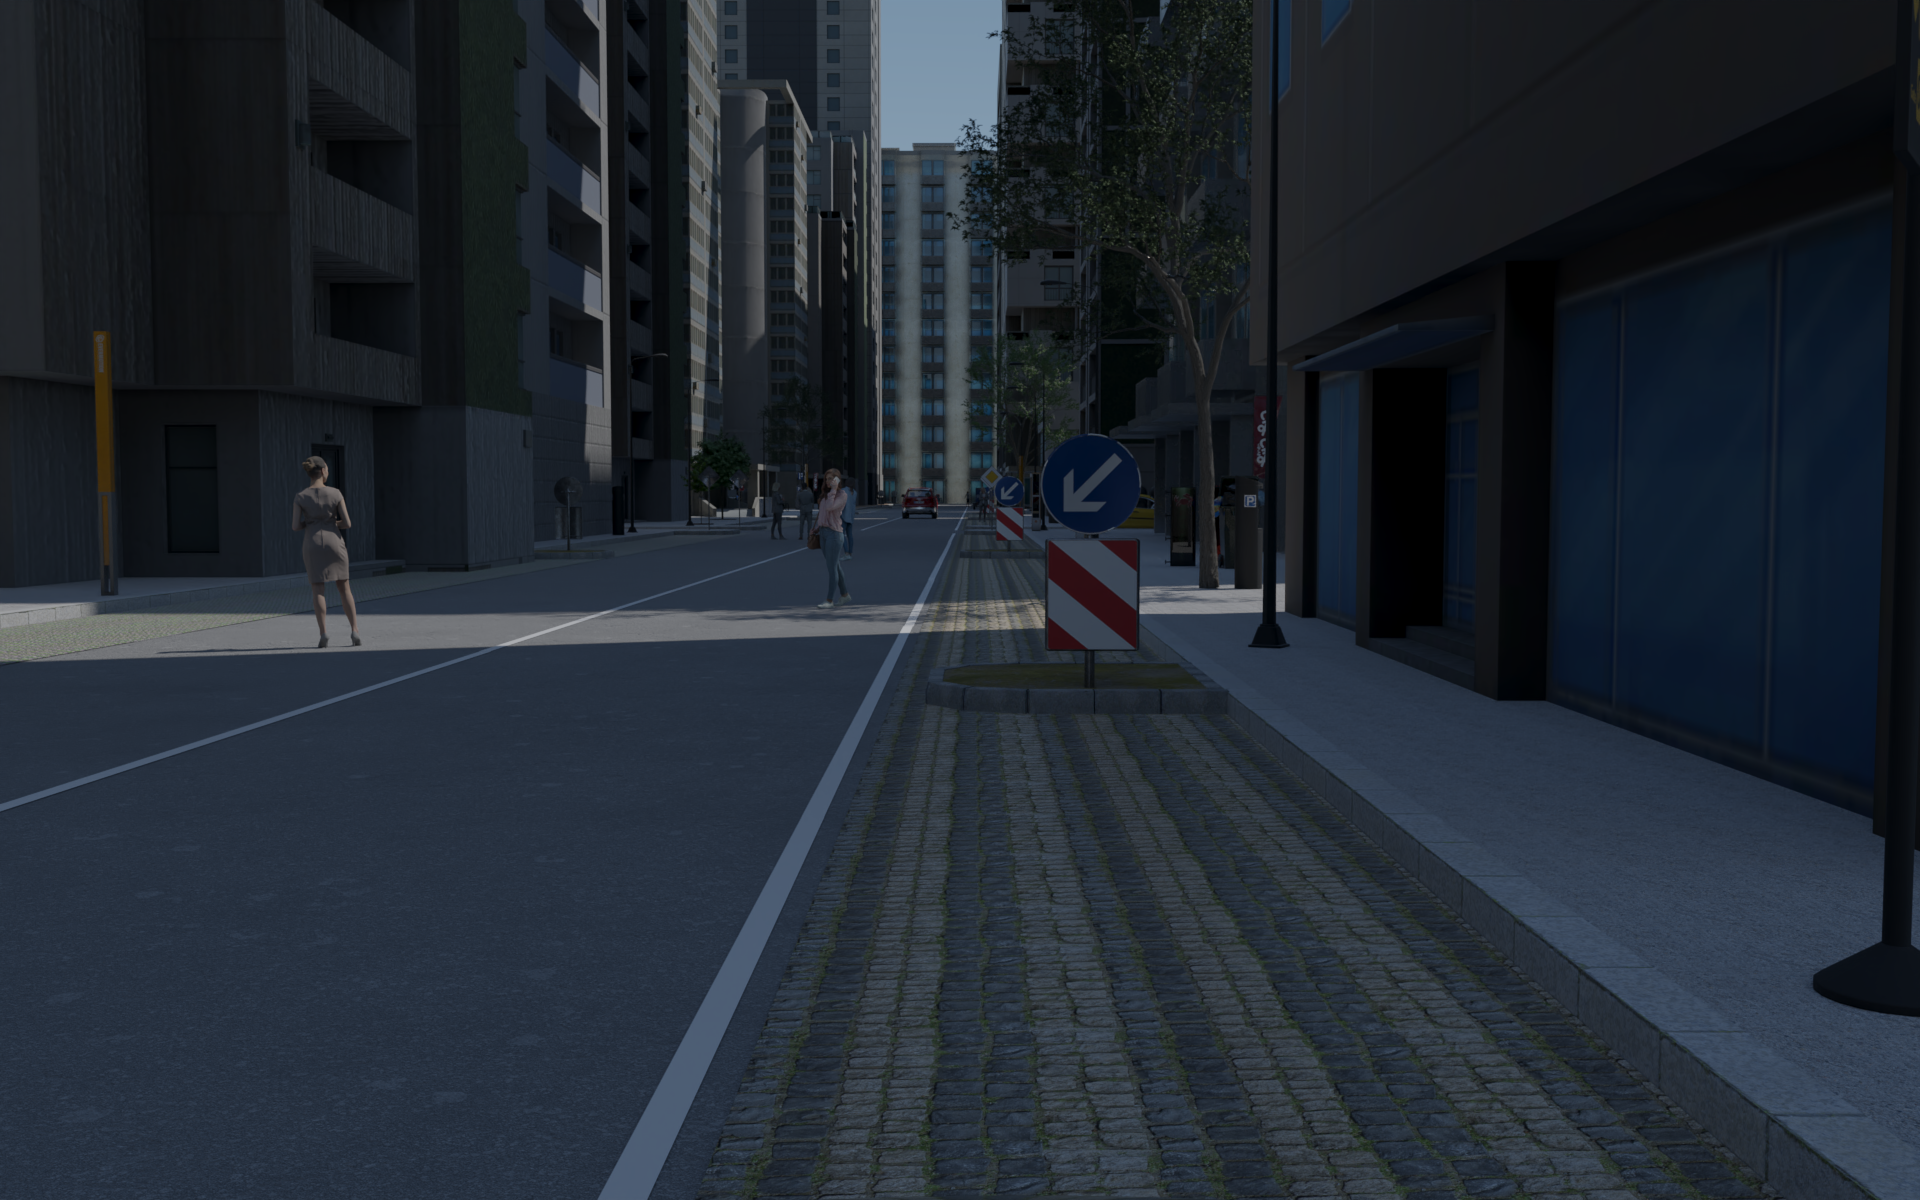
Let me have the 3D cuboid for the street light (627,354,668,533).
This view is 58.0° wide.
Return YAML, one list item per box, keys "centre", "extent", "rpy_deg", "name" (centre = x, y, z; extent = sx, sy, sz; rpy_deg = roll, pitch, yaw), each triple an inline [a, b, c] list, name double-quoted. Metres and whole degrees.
- centre: [-10.374, -5.196, 57.500]
  extent: [1.470, 5.913, 1.316]
  rpy_deg: [0, 4, 0]
  name: "street light"

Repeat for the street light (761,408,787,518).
- centre: [-10.032, -7.393, 93.411]
  extent: [1.470, 5.913, 1.316]
  rpy_deg: [0, 4, 0]
  name: "street light"

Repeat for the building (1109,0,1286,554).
- centre: [16.537, -26.015, 44.954]
  extent: [23.786, 49.044, 30.456]
  rpy_deg: [0, 4, 0]
  name: "building"

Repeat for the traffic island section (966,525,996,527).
- centre: [1.219, -2.886, 69.460]
  extent: [2.009, 0.180, 2.903]
  rpy_deg: [0, 4, 0]
  name: "traffic island section"

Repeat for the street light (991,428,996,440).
- centre: [3.082, -9.092, 121.192]
  extent: [1.470, 5.913, 1.316]
  rpy_deg: [0, 4, 0]
  name: "street light"

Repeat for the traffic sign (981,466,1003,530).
- centre: [1.131, -3.532, 61.398]
  extent: [0.795, 2.450, 0.064]
  rpy_deg: [0, 4, 0]
  name: "traffic sign"

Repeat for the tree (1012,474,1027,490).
- centre: [4.927, -9.347, 147.425]
  extent: [1.663, 3.219, 1.824]
  rpy_deg: [0, 3, 0]
  name: "tree"

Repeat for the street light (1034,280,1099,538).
- centre: [2.435, -3.983, 37.668]
  extent: [1.470, 5.913, 1.316]
  rpy_deg: [0, 4, 0]
  name: "street light"

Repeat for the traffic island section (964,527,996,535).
- centre: [1.155, -2.397, 61.475]
  extent: [2.009, 0.180, 2.903]
  rpy_deg: [0, 4, 0]
  name: "traffic island section"

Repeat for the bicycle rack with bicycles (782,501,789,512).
- centre: [-13.567, -6.905, 126.279]
  extent: [2.852, 0.926, 2.925]
  rpy_deg: [3, 5, 41]
  name: "bicycle rack with bicycles"

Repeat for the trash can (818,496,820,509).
- centre: [-11.062, -7.754, 138.434]
  extent: [0.748, 1.137, 0.748]
  rpy_deg: [0, 3, 0]
  name: "trash can"

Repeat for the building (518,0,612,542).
- centre: [-25.301, -31.067, 49.950]
  extent: [28.212, 58.520, 21.231]
  rpy_deg: [0, 4, 0]
  name: "building"

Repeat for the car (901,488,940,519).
- centre: [-2.343, -5.712, 102.069]
  extent: [2.281, 1.827, 5.304]
  rpy_deg: [0, 4, 0]
  name: "car"

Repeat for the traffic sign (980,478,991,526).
- centre: [1.195, -4.021, 69.383]
  extent: [0.795, 2.450, 0.064]
  rpy_deg: [0, 4, 0]
  name: "traffic sign"

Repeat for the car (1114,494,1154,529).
- centre: [6.903, -3.350, 65.004]
  extent: [3.980, 1.641, 2.015]
  rpy_deg: [0, 4, 2]
  name: "car"

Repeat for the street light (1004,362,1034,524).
- centre: [2.402, -5.408, 60.957]
  extent: [1.470, 5.913, 1.316]
  rpy_deg: [0, 4, 0]
  name: "street light"

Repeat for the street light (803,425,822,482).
- centre: [-9.997, -8.817, 116.700]
  extent: [1.470, 5.913, 1.316]
  rpy_deg: [0, 4, 0]
  name: "street light"

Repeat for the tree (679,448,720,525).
- centre: [-10.984, -4.772, 72.631]
  extent: [1.663, 3.219, 1.824]
  rpy_deg: [0, 3, 0]
  name: "tree"

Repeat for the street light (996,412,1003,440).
- centre: [2.935, -7.667, 97.904]
  extent: [1.470, 5.913, 1.316]
  rpy_deg: [0, 4, 0]
  name: "street light"

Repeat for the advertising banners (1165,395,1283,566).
- centre: [4.675, -2.109, 30.671]
  extent: [2.074, 3.025, 0.090]
  rpy_deg: [0, 4, -3]
  name: "advertising banners"

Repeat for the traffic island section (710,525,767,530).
- centre: [-8.872, -2.891, 69.546]
  extent: [2.009, 0.180, 2.903]
  rpy_deg: [0, 4, 0]
  name: "traffic island section"

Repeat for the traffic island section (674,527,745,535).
- centre: [-8.936, -2.402, 61.561]
  extent: [2.009, 0.180, 2.903]
  rpy_deg: [0, 4, 0]
  name: "traffic island section"

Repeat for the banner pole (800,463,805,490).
- centre: [-12.619, -9.152, 139.645]
  extent: [0.863, 3.779, 0.401]
  rpy_deg: [0, 4, 3]
  name: "banner pole"

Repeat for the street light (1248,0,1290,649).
- centre: [2.054, -2.559, 14.382]
  extent: [1.470, 5.913, 1.316]
  rpy_deg: [0, 4, 0]
  name: "street light"

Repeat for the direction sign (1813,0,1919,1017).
- centre: [2.389, -0.754, 4.320]
  extent: [0.379, 3.537, 0.876]
  rpy_deg: [2, 4, 35]
  name: "direction sign"

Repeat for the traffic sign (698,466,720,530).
- centre: [-8.912, -3.539, 61.499]
  extent: [0.795, 2.450, 0.064]
  rpy_deg: [0, 4, 0]
  name: "traffic sign"

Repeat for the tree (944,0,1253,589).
- centre: [3.522, -5.456, 23.616]
  extent: [8.767, 10.594, 7.601]
  rpy_deg: [1, 4, 18]
  name: "tree"

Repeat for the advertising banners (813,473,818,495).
- centre: [-12.457, -8.951, 142.540]
  extent: [2.074, 3.025, 0.090]
  rpy_deg: [2, 4, 34]
  name: "advertising banners"

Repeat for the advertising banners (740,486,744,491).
- centre: [-16.161, -8.383, 133.250]
  extent: [2.074, 3.025, 0.090]
  rpy_deg: [-2, 4, -32]
  name: "advertising banners"

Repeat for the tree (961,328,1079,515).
- centre: [3.831, -11.179, 108.527]
  extent: [9.928, 11.665, 9.643]
  rpy_deg: [0, 3, 0]
  name: "tree"

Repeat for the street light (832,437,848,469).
- centre: [-9.731, -10.241, 139.987]
  extent: [1.470, 5.913, 1.316]
  rpy_deg: [0, 4, 0]
  name: "street light"

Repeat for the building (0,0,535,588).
- centre: [-16.022, -15.718, 28.693]
  extent: [14.160, 30.474, 14.107]
  rpy_deg: [0, 4, 0]
  name: "building"

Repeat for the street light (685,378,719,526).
- centre: [-10.346, -5.937, 69.616]
  extent: [1.470, 5.913, 1.316]
  rpy_deg: [0, 4, 0]
  name: "street light"

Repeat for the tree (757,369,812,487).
- centre: [-11.699, -11.972, 130.148]
  extent: [7.601, 10.594, 8.767]
  rpy_deg: [0, 4, 6]
  name: "tree"

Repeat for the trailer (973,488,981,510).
- centre: [1.946, -9.340, 159.753]
  extent: [1.471, 1.999, 3.904]
  rpy_deg: [0, 4, 2]
  name: "trailer"

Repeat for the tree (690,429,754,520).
- centre: [-11.982, -6.327, 87.166]
  extent: [4.285, 4.588, 4.351]
  rpy_deg: [0, 3, 0]
  name: "tree"

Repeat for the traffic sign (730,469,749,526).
- centre: [-8.848, -4.027, 69.484]
  extent: [0.795, 2.450, 0.064]
  rpy_deg: [0, 4, 0]
  name: "traffic sign"

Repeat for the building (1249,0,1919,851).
- centre: [10.042, -22.060, 10.797]
  extent: [14.600, 45.320, 14.200]
  rpy_deg: [0, 4, 0]
  name: "building"

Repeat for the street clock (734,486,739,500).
- centre: [-16.515, -7.548, 127.972]
  extent: [0.358, 2.002, 0.471]
  rpy_deg: [1, 4, 11]
  name: "street clock"
